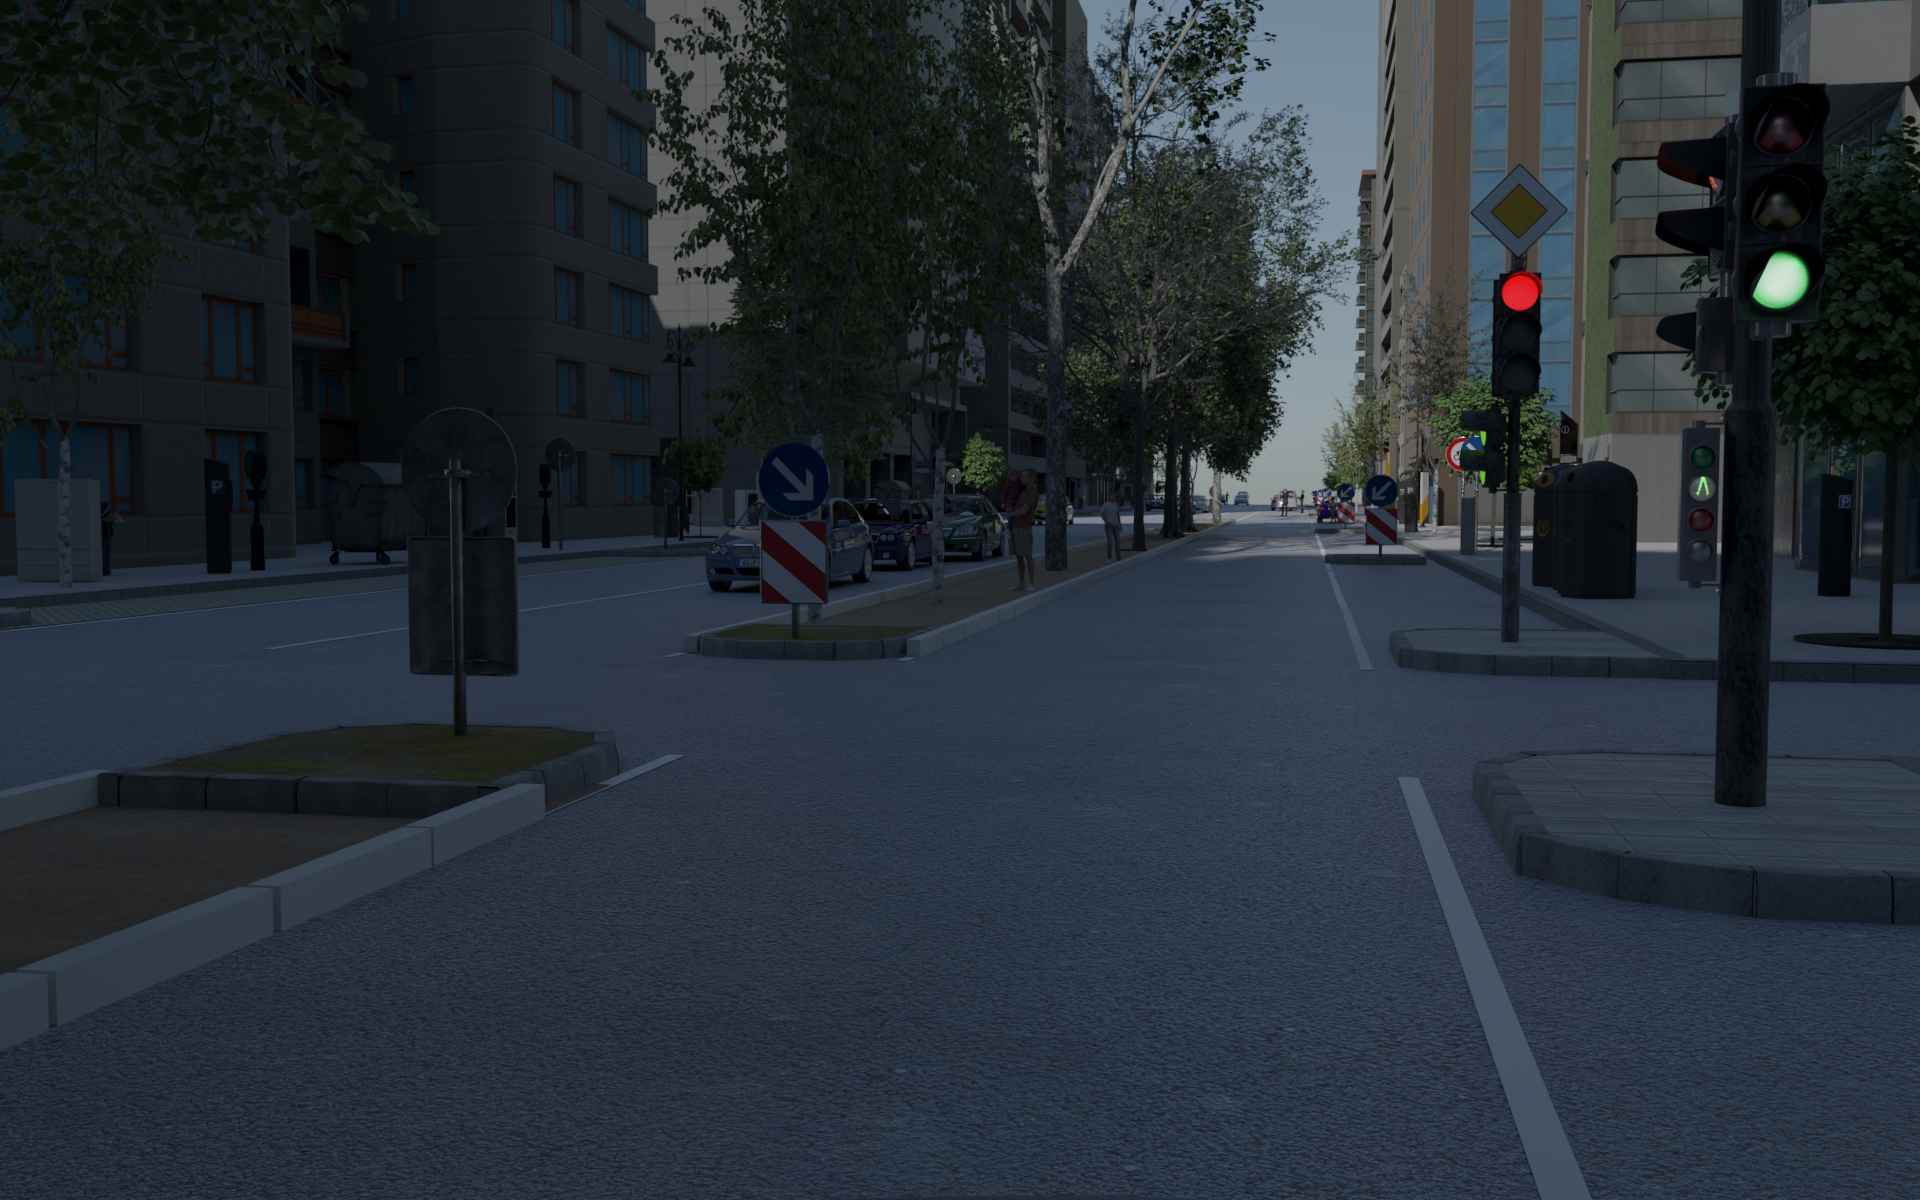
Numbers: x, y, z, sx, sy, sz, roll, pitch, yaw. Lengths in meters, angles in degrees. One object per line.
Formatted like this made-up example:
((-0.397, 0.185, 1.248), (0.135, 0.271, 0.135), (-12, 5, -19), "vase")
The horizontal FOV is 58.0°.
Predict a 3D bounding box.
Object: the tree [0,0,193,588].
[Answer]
((-12.415, -4.488, 23.746), (4.737, 8.622, 4.395), (0, 3, 0), "tree")

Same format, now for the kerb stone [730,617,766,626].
((-2.161, 0.305, 17.215), (0.120, 0.150, 1.000), (1, 4, 11), "kerb stone")

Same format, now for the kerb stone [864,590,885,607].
((-1.172, -0.002, 22.231), (0.120, 0.150, 1.000), (1, 4, 11), "kerb stone")

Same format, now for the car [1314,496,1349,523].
((18.760, -4.537, 86.764), (1.945, 1.354, 3.894), (1, 4, 10), "car")

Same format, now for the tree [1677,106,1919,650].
((8.022, -1.897, 14.722), (4.285, 4.588, 4.351), (0, 3, 0), "tree")

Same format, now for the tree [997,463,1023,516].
((2.788, -6.664, 103.552), (1.663, 3.219, 1.824), (0, 3, 0), "tree")

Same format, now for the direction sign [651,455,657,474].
((-12.286, -4.630, 67.694), (0.876, 3.537, 0.379), (0, 4, -6), "direction sign")

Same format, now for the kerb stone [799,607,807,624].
((-1.763, 0.182, 19.222), (0.120, 0.150, 1.000), (1, 4, 11), "kerb stone")

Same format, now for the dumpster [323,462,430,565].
((-10.719, -1.600, 31.922), (1.264, 1.857, 1.865), (1, 4, 11), "dumpster")

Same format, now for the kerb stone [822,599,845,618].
((-1.557, 0.125, 20.224), (0.120, 0.150, 1.000), (1, 4, 11), "kerb stone")

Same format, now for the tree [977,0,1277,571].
((2.816, -10.533, 30.559), (12.611, 20.169, 13.585), (0, 3, 0), "tree")

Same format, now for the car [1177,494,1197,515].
((15.539, -6.782, 120.667), (2.009, 1.686, 4.222), (1, 4, 9), "car")

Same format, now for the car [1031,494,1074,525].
((4.241, -4.270, 80.044), (2.015, 1.641, 3.980), (1, 4, 10), "car")

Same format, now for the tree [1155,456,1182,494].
((27.267, -16.989, 228.130), (4.360, 8.622, 3.978), (0, 3, 0), "tree")

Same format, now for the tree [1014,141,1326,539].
((6.806, -8.321, 55.508), (9.611, 12.733, 9.660), (0, 3, 0), "tree")

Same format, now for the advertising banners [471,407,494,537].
((-9.855, -2.420, 35.760), (0.090, 3.025, 2.074), (-2, 4, -27), "advertising banners")

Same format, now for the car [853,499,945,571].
((-1.469, -1.292, 33.712), (1.945, 1.354, 3.894), (1, 4, 12), "car")

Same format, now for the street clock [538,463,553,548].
((-9.790, -2.223, 40.910), (0.358, 2.002, 0.471), (0, 4, -8), "street clock")

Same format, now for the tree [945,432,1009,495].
((1.016, -6.529, 90.461), (4.285, 4.588, 4.351), (0, 3, 0), "tree")

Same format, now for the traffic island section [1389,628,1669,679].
((4.797, 0.443, 15.042), (2.009, 0.180, 2.903), (1, 4, 11), "traffic island section")

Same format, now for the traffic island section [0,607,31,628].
((-11.285, 0.249, 18.202), (2.009, 0.180, 2.903), (1, 4, 11), "traffic island section")

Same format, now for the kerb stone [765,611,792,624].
((-1.961, 0.245, 18.217), (0.120, 0.150, 1.000), (1, 4, 11), "kerb stone")

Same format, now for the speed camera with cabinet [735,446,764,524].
((-8.261, -4.635, 70.124), (0.660, 3.252, 2.038), (2, 4, 31), "speed camera with cabinet")

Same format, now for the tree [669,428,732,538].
((-7.664, -3.440, 50.851), (1.663, 3.219, 1.824), (0, 3, 0), "tree")

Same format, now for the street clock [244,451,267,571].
((-11.799, -1.497, 29.050), (0.358, 2.002, 0.471), (-3, 4, -39), "street clock")

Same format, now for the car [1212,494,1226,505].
((35.381, -13.850, 236.226), (2.009, 1.686, 4.222), (1, 4, 10), "car")

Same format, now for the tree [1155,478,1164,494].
((24.145, -13.247, 211.186), (1.663, 3.219, 1.824), (0, 3, 0), "tree")

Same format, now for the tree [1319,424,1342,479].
((38.427, -13.728, 174.812), (4.360, 8.622, 3.978), (0, 3, 0), "tree")

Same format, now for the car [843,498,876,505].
((-2.925, -1.955, 44.548), (1.945, 1.354, 3.894), (1, 4, 11), "car")

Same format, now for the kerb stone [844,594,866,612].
((-1.371, 0.065, 21.229), (0.120, 0.150, 1.000), (1, 4, 11), "kerb stone")

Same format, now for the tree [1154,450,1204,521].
((10.052, -7.481, 75.135), (4.737, 8.622, 4.395), (0, 3, 0), "tree")

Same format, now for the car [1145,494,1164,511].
((16.491, -8.268, 144.968), (2.009, 1.686, 4.222), (1, 4, 10), "car")

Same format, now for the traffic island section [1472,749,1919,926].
((3.255, 0.922, 7.207), (2.009, 0.180, 2.903), (1, 4, 11), "traffic island section")

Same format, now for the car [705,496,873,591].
((-2.554, -0.916, 26.977), (2.014, 1.417, 4.499), (1, 4, 10), "car")

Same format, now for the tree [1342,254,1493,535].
((15.050, -6.352, 54.210), (4.360, 8.622, 3.978), (0, 3, 0), "tree")

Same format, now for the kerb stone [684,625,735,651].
((-2.351, 0.368, 16.211), (0.120, 0.150, 1.000), (1, 4, 11), "kerb stone")

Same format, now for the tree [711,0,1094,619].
((-0.278, -4.255, 22.391), (4.737, 8.622, 4.395), (0, 3, 0), "tree")

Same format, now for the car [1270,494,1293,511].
((27.479, -8.305, 147.790), (2.014, 1.417, 4.499), (1, 4, 12), "car")

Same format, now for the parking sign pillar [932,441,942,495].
((-1.136, -6.047, 87.337), (1.447, 3.967, 1.447), (0, 4, 4), "parking sign pillar")

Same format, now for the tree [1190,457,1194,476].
((30.667, -17.880, 242.694), (4.360, 8.622, 3.978), (0, 3, 0), "tree")

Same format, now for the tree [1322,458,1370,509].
((34.763, -10.367, 153.216), (4.285, 4.588, 4.351), (0, 3, 0), "tree")

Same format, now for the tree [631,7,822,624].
((-1.434, -3.933, 17.124), (4.737, 8.622, 4.395), (0, 3, 0), "tree")

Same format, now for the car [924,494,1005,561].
((-0.125, -1.634, 38.515), (2.131, 1.459, 4.920), (1, 4, 10), "car")

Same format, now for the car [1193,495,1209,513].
((18.173, -7.411, 133.529), (2.083, 1.381, 4.827), (1, 4, 13), "car")

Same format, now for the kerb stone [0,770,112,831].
((-4.063, 0.895, 7.565), (0.120, 0.150, 1.000), (1, 4, 11), "kerb stone")

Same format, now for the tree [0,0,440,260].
((-3.311, -5.132, 4.495), (7.486, 12.596, 7.792), (0, 3, 0), "tree")

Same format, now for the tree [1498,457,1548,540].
((15.629, -3.290, 48.399), (1.663, 3.219, 1.824), (0, 3, 0), "tree")

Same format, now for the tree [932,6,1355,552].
((4.468, -7.965, 43.062), (12.009, 13.543, 11.850), (0, 3, 0), "tree")

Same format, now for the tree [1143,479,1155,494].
((19.269, -11.618, 184.562), (1.663, 3.219, 1.824), (0, 3, 0), "tree")

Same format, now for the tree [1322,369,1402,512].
((23.860, -9.206, 100.876), (4.737, 8.622, 4.395), (0, 3, 0), "tree")

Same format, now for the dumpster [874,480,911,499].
((-2.833, -4.064, 72.199), (1.264, 1.857, 1.865), (1, 4, 11), "dumpster")

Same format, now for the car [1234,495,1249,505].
((36.802, -13.083, 226.271), (2.083, 1.381, 4.827), (1, 4, 12), "car")

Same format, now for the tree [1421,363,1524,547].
((13.040, -3.598, 42.534), (4.285, 4.588, 4.351), (0, 3, 0), "tree")
